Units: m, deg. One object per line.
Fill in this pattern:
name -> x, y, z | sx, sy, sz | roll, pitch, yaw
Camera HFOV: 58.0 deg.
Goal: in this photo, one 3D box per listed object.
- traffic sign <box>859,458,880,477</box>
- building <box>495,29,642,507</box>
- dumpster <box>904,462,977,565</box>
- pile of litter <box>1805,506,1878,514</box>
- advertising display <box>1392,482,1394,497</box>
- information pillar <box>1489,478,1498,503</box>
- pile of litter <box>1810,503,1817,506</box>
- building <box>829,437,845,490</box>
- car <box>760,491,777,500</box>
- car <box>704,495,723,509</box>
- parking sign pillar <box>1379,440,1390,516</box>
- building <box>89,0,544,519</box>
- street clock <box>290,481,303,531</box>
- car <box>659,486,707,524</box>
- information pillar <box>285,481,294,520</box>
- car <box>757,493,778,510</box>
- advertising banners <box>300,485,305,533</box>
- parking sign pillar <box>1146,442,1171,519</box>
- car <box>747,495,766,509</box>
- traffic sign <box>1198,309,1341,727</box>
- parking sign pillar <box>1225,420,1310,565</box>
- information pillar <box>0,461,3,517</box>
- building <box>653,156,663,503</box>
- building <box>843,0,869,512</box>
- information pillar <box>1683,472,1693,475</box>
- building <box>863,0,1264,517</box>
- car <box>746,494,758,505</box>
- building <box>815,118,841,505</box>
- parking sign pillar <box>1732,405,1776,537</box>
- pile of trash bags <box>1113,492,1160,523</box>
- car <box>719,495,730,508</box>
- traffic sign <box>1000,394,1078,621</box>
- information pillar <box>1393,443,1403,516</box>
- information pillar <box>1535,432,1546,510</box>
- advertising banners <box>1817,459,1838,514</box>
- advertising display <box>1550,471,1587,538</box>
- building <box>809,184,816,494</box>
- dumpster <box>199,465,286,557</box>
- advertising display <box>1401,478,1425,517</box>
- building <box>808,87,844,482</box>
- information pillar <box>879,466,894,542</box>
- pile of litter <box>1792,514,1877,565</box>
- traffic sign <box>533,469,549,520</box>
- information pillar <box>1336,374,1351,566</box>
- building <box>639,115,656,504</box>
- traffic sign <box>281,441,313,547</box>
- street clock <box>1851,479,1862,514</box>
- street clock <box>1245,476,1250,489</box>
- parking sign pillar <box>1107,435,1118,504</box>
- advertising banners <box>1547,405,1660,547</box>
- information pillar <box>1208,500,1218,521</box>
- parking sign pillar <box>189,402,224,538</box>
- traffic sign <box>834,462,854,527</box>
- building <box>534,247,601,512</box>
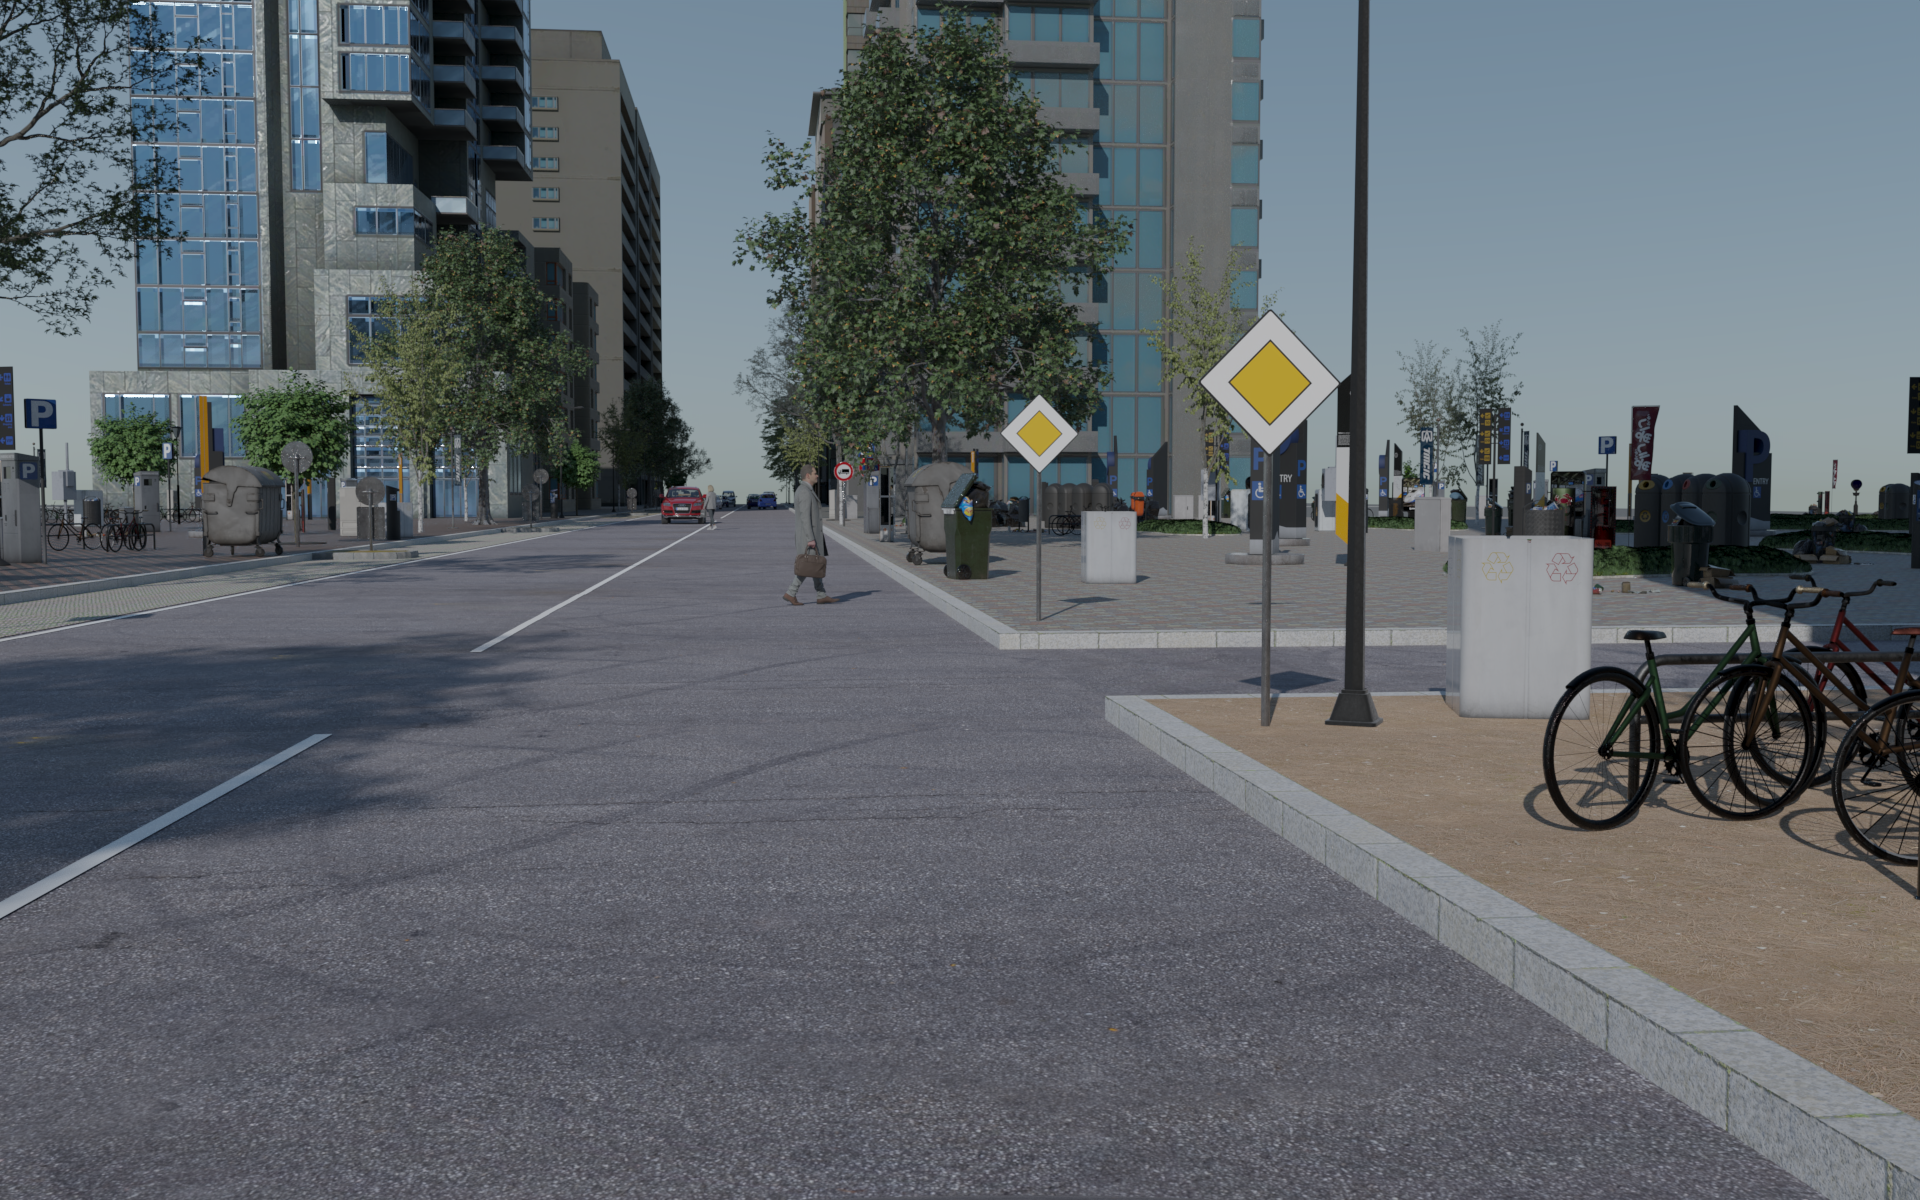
traffic sign -> -3.023, -3.559, 58.302 | 0.768, 2.556, 0.104 | 0, 4, -5
building -> -46.078, -34.334, 185.057 | 21.300, 48.544, 21.600 | 0, 4, -6
dumpster -> -0.335, -1.592, 31.781 | 1.264, 1.857, 1.865 | 0, 4, -7
pile of litter -> 25.151, -2.150, 49.116 | 1.176, 0.858, 1.719 | -3, 4, -38
advertising display -> 23.479, -5.381, 93.189 | 0.123, 1.923, 0.974 | 3, 4, 36
information pillar -> 25.129, -4.718, 81.625 | 0.304, 2.012, 0.304 | -2, 4, -27
pile of litter -> 38.914, -3.952, 78.578 | 1.719, 0.858, 1.176 | 0, 4, 6
building -> -7.389, -25.503, 188.677 | 14.160, 30.474, 14.107 | 0, 4, -6
car -> -25.827, -13.776, 233.915 | 2.281, 1.827, 5.304 | 0, 4, -7
car -> -23.308, -9.202, 162.806 | 2.083, 1.381, 4.827 | 0, 4, -7
parking sign pillar -> 20.865, -5.915, 85.182 | 1.447, 3.967, 1.447 | 1, 4, 18
building -> -36.746, -48.346, 103.127 | 22.319, 86.520, 31.000 | 0, 4, -6
street clock -> -22.739, -3.354, 59.403 | 0.471, 2.002, 0.358 | -2, 4, -32
car -> -13.361, -4.599, 83.872 | 2.281, 1.827, 5.304 | 0, 4, -7
information pillar -> -32.909, -4.925, 85.022 | 0.304, 2.012, 0.304 | -1, 4, -8
car -> -17.854, -9.224, 160.395 | 1.945, 1.707, 3.694 | 0, 4, -8
advertising banners -> -21.931, -3.769, 57.806 | 0.090, 3.025, 2.074 | -2, 4, -24
parking sign pillar -> 10.075, -6.122, 88.560 | 1.447, 3.967, 1.447 | 3, 5, 41
car -> -19.343, -9.315, 164.873 | 1.945, 1.354, 3.894 | 0, 4, -5
traffic sign -> 1.685, -0.359, 9.514 | 0.795, 2.450, 0.064 | 0, 4, -6
parking sign pillar -> 5.615, -2.652, 31.827 | 1.447, 3.967, 1.447 | 1, 4, 16
information pillar -> -21.328, -2.095, 38.747 | 0.304, 2.012, 0.304 | 3, 5, 40
building -> -50.777, -37.000, 228.648 | 21.300, 48.544, 21.600 | 0, 4, -6
building -> -1.809, -27.357, 130.878 | 14.154, 41.232, 14.086 | 0, 4, -6
information pillar -> 24.689, -3.321, 58.792 | 0.304, 2.012, 0.304 | 2, 4, 32
building -> 5.518, -29.899, 108.450 | 23.786, 49.044, 30.456 | 0, 4, -6
car -> -27.089, -13.363, 227.287 | 1.959, 1.807, 4.718 | 0, 4, -5
building -> -9.071, -33.793, 202.632 | 14.600, 45.320, 14.200 | 0, 4, -6
parking sign pillar -> 24.098, -3.929, 52.710 | 1.447, 3.967, 1.447 | -2, 4, -28
pile of trash bags -> 6.824, -3.524, 67.375 | 1.912, 1.369, 3.447 | 0, 4, -1
car -> -25.567, -10.542, 184.946 | 1.945, 1.354, 3.894 | 0, 4, -7
traffic sign -> 0.793, -0.844, 17.449 | 0.795, 2.450, 0.064 | 0, 4, -6
information pillar -> 20.025, -5.376, 79.254 | 0.183, 3.616, 0.504 | -2, 4, -30
information pillar -> 22.096, -4.565, 65.985 | 0.504, 3.616, 0.183 | -2, 4, -35
advertising banners -> 44.344, -5.649, 88.555 | 0.090, 3.025, 2.074 | 0, 4, 2
advertising display -> 17.050, -2.653, 48.591 | 0.974, 1.923, 0.123 | 3, 4, 39
building -> -14.127, -36.347, 244.378 | 14.600, 45.320, 14.200 | 0, 4, -6
dumpster -> -14.800, -1.835, 35.754 | 1.264, 1.857, 1.865 | 0, 4, -6
advertising display -> 17.840, -3.852, 68.201 | 0.974, 1.923, 0.123 | -1, 4, -15
building -> -4.793, -38.813, 223.823 | 28.713, 52.752, 27.495 | 0, 4, -6
information pillar -> -1.950, -2.547, 46.129 | 0.304, 2.012, 0.304 | 1, 4, 18
pile of litter -> 15.930, -1.105, 32.035 | 1.176, 0.858, 1.719 | -2, 4, -30
traffic sign -> -20.988, -5.299, 86.749 | 0.768, 2.556, 0.104 | 0, 4, -4
information pillar -> 6.947, -2.411, 30.772 | 0.504, 3.616, 0.183 | 1, 4, 19
building -> -48.307, -35.645, 206.502 | 21.300, 48.544, 21.600 | 0, 4, -6
traffic sign -> -15.931, -2.539, 41.612 | 0.768, 2.556, 0.104 | 0, 4, 1
street clock -> 43.963, -4.918, 84.980 | 0.471, 2.002, 0.358 | 1, 4, 11
street clock -> 11.754, -3.998, 69.931 | 0.471, 2.002, 0.358 | 0, 4, 4
parking sign pillar -> 6.968, -5.540, 79.050 | 1.447, 3.967, 1.447 | 0, 4, 3
advertising banners -> 12.815, -2.346, 34.552 | 2.074, 3.025, 0.090 | 1, 4, 22
information pillar -> 9.601, -3.749, 65.793 | 0.304, 2.012, 0.304 | -1, 4, -16
parking sign pillar -> -22.123, -3.844, 51.325 | 1.447, 3.967, 1.447 | -2, 4, -28
traffic sign -> -4.582, -4.178, 68.418 | 0.768, 2.556, 0.104 | 0, 4, 0
building -> -43.416, -17.703, 134.475 | 27.650, 21.520, 28.899 | 0, 4, -6
